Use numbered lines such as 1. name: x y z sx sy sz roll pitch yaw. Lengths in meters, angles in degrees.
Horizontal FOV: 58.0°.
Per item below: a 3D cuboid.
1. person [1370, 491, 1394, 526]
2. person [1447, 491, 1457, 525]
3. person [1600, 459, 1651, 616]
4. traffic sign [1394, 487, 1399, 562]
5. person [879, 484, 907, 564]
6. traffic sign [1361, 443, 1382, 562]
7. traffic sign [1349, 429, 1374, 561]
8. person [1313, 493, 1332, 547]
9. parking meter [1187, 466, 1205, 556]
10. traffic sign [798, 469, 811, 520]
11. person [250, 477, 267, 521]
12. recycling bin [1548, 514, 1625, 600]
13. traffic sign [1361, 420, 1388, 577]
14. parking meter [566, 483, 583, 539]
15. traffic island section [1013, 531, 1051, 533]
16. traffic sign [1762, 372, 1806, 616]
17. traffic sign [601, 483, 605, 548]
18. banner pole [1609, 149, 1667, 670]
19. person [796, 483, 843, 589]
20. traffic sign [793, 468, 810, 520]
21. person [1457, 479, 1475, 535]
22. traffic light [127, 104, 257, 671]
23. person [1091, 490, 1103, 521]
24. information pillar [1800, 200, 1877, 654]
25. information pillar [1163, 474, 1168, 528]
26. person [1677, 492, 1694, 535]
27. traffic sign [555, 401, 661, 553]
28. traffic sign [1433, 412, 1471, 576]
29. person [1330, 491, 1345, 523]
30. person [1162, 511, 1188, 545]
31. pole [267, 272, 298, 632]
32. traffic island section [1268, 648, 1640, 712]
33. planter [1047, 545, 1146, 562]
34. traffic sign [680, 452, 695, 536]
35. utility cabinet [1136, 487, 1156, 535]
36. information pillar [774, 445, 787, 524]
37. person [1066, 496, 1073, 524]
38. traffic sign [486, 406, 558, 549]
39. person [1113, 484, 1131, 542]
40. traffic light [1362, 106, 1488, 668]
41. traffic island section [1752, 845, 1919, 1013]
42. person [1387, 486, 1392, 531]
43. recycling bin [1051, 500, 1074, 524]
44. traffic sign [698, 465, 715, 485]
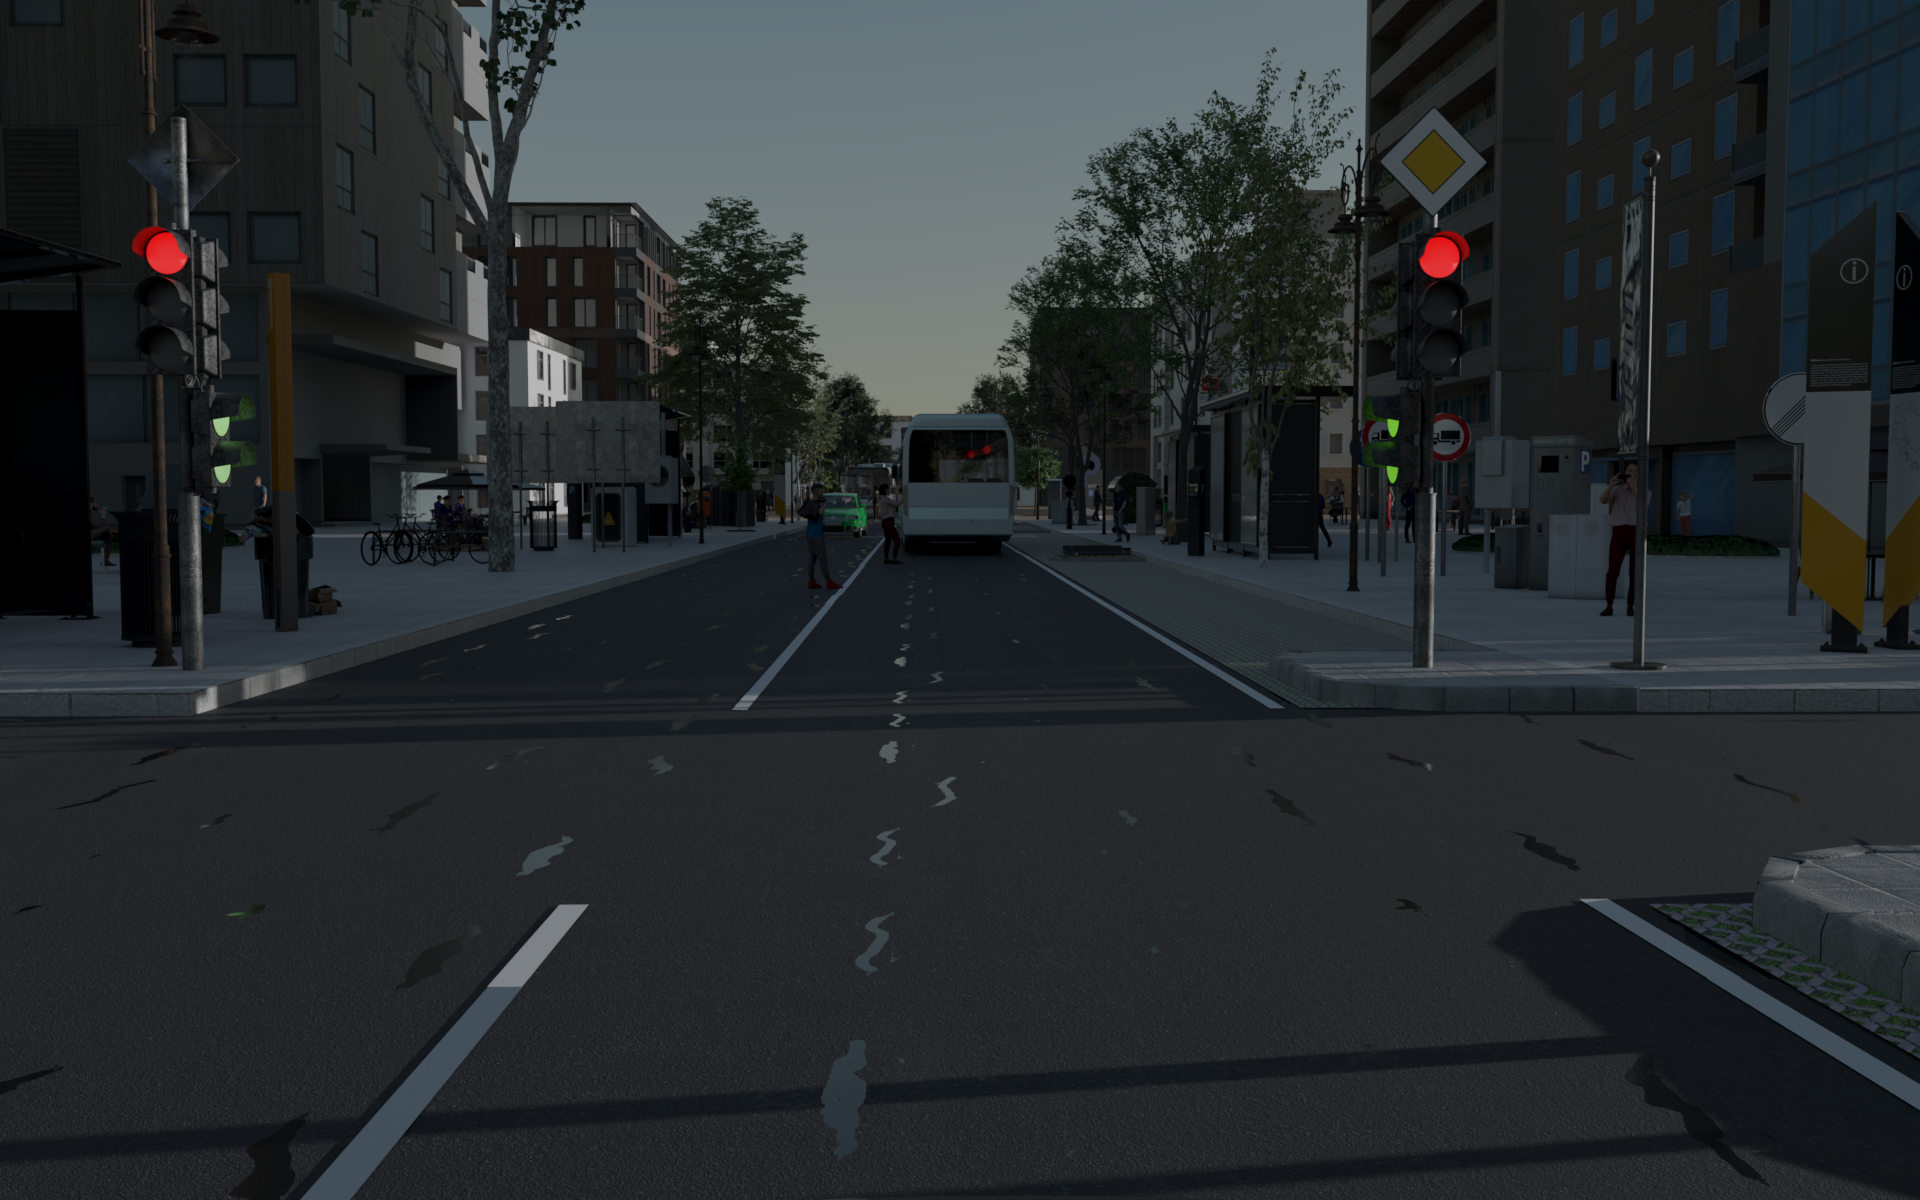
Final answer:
1. person: 15.152 -3.406 62.256 0.750 1.759 0.617 -1 4 -19
2. person: 20.215 -3.785 71.156 0.697 1.427 0.421 3 5 44
3. person: 6.990 -0.651 18.154 0.566 1.644 0.517 -1 4 -23
4. traffic sign: 8.292 -2.009 32.852 0.884 2.594 0.081 0 4 2
5. person: -1.369 -1.566 35.564 0.566 1.644 0.517 1 4 23
6. traffic sign: 7.899 -1.983 32.522 0.768 2.556 0.104 0 4 2
7. traffic sign: 7.862 -2.034 33.364 0.768 2.556 0.104 0 4 2
8. person: 8.659 -2.029 41.914 0.574 1.496 0.600 0 4 -7
9. parking meter: 4.886 -1.841 35.808 0.255 1.863 0.399 2 4 29
10. traffic sign: -7.805 -5.306 86.852 0.768 2.556 0.104 0 4 7
11. person: -21.290 -2.831 52.455 0.598 1.807 0.434 3 5 39
12. recycling bin: 7.729 -0.538 21.354 0.722 1.027 0.722 3 4 39
13. traffic sign: 6.594 -1.639 26.904 0.768 2.556 0.104 0 3 0
14. parking meter: -10.914 -2.651 49.051 0.399 1.863 0.255 2 4 28
15. traffic island section: 2.342 -2.555 64.638 1.991 0.108 1.994 0 4 -1
16. traffic sign: 8.781 -1.107 18.202 0.768 2.556 0.104 0 4 2
17. traffic sign: -8.480 -2.385 41.127 0.606 2.300 0.079 0 3 0
18. banner pole: 5.028 -1.400 12.909 0.401 3.779 0.863 0 4 5
19. person: -2.119 -0.964 26.131 0.662 1.594 0.647 -2 4 -31
20. traffic sign: -7.992 -5.331 87.164 0.884 2.594 0.081 0 4 7
21. person: 15.788 -2.902 54.036 0.434 1.755 0.990 -1 4 -11
22. traffic light: -5.582 -1.444 12.529 0.839 4.253 0.868 0 4 -1
23. person: 6.602 -4.592 83.667 0.480 1.512 0.613 3 4 37
24. information pillar: 7.117 -1.386 14.017 0.504 3.616 0.183 2 4 29
25. information pillar: 7.781 -3.678 64.630 0.304 2.012 0.304 2 4 33
26. person: 18.662 -2.114 44.510 0.435 1.345 0.340 1 4 21
27. traffic sign: -7.689 -2.690 37.859 2.265 3.308 0.079 0 4 -1
28. traffic sign: 7.572 -1.649 27.074 0.768 2.556 0.104 0 4 5
29. person: 16.662 -4.107 76.433 0.697 1.427 0.421 -2 4 -25
30. person: 5.414 -1.826 43.815 0.695 0.859 0.347 -3 5 -39
31. pole: -6.299 -1.361 16.102 0.158 3.312 0.155 0 3 0
32. traffic island section: 3.457 0.577 12.854 2.009 0.180 2.903 0 4 -1
33. planter: 2.912 -1.001 37.507 1.991 0.319 1.994 0 4 -1
34. traffic sign: -8.624 -3.276 53.564 0.884 2.594 0.081 0 4 2
35. utility cabinet: 5.833 -2.785 54.212 0.318 1.500 1.173 1 4 22
36. information pillar: -7.642 -5.030 73.600 0.504 3.616 0.183 -1 4 -14
37. person: 4.677 -3.893 73.600 0.340 1.345 0.435 0 4 -5
38. traffic sign: -9.902 -2.836 40.247 2.265 3.308 0.079 0 4 5
39. person: 4.312 -2.311 46.036 0.471 1.553 0.569 0 4 1
40. traffic light: 3.417 -1.457 12.740 0.839 4.253 0.868 0 4 -1
41. traffic island section: 3.631 1.065 4.871 2.009 0.180 2.903 0 4 -1
42. person: 14.848 -3.217 60.344 0.444 1.614 0.593 3 4 36
43. recycling bin: 4.430 -3.807 74.791 0.722 1.027 0.722 -2 4 -33
44. traffic sign: -11.210 -4.681 76.645 0.768 2.556 0.104 0 4 5
